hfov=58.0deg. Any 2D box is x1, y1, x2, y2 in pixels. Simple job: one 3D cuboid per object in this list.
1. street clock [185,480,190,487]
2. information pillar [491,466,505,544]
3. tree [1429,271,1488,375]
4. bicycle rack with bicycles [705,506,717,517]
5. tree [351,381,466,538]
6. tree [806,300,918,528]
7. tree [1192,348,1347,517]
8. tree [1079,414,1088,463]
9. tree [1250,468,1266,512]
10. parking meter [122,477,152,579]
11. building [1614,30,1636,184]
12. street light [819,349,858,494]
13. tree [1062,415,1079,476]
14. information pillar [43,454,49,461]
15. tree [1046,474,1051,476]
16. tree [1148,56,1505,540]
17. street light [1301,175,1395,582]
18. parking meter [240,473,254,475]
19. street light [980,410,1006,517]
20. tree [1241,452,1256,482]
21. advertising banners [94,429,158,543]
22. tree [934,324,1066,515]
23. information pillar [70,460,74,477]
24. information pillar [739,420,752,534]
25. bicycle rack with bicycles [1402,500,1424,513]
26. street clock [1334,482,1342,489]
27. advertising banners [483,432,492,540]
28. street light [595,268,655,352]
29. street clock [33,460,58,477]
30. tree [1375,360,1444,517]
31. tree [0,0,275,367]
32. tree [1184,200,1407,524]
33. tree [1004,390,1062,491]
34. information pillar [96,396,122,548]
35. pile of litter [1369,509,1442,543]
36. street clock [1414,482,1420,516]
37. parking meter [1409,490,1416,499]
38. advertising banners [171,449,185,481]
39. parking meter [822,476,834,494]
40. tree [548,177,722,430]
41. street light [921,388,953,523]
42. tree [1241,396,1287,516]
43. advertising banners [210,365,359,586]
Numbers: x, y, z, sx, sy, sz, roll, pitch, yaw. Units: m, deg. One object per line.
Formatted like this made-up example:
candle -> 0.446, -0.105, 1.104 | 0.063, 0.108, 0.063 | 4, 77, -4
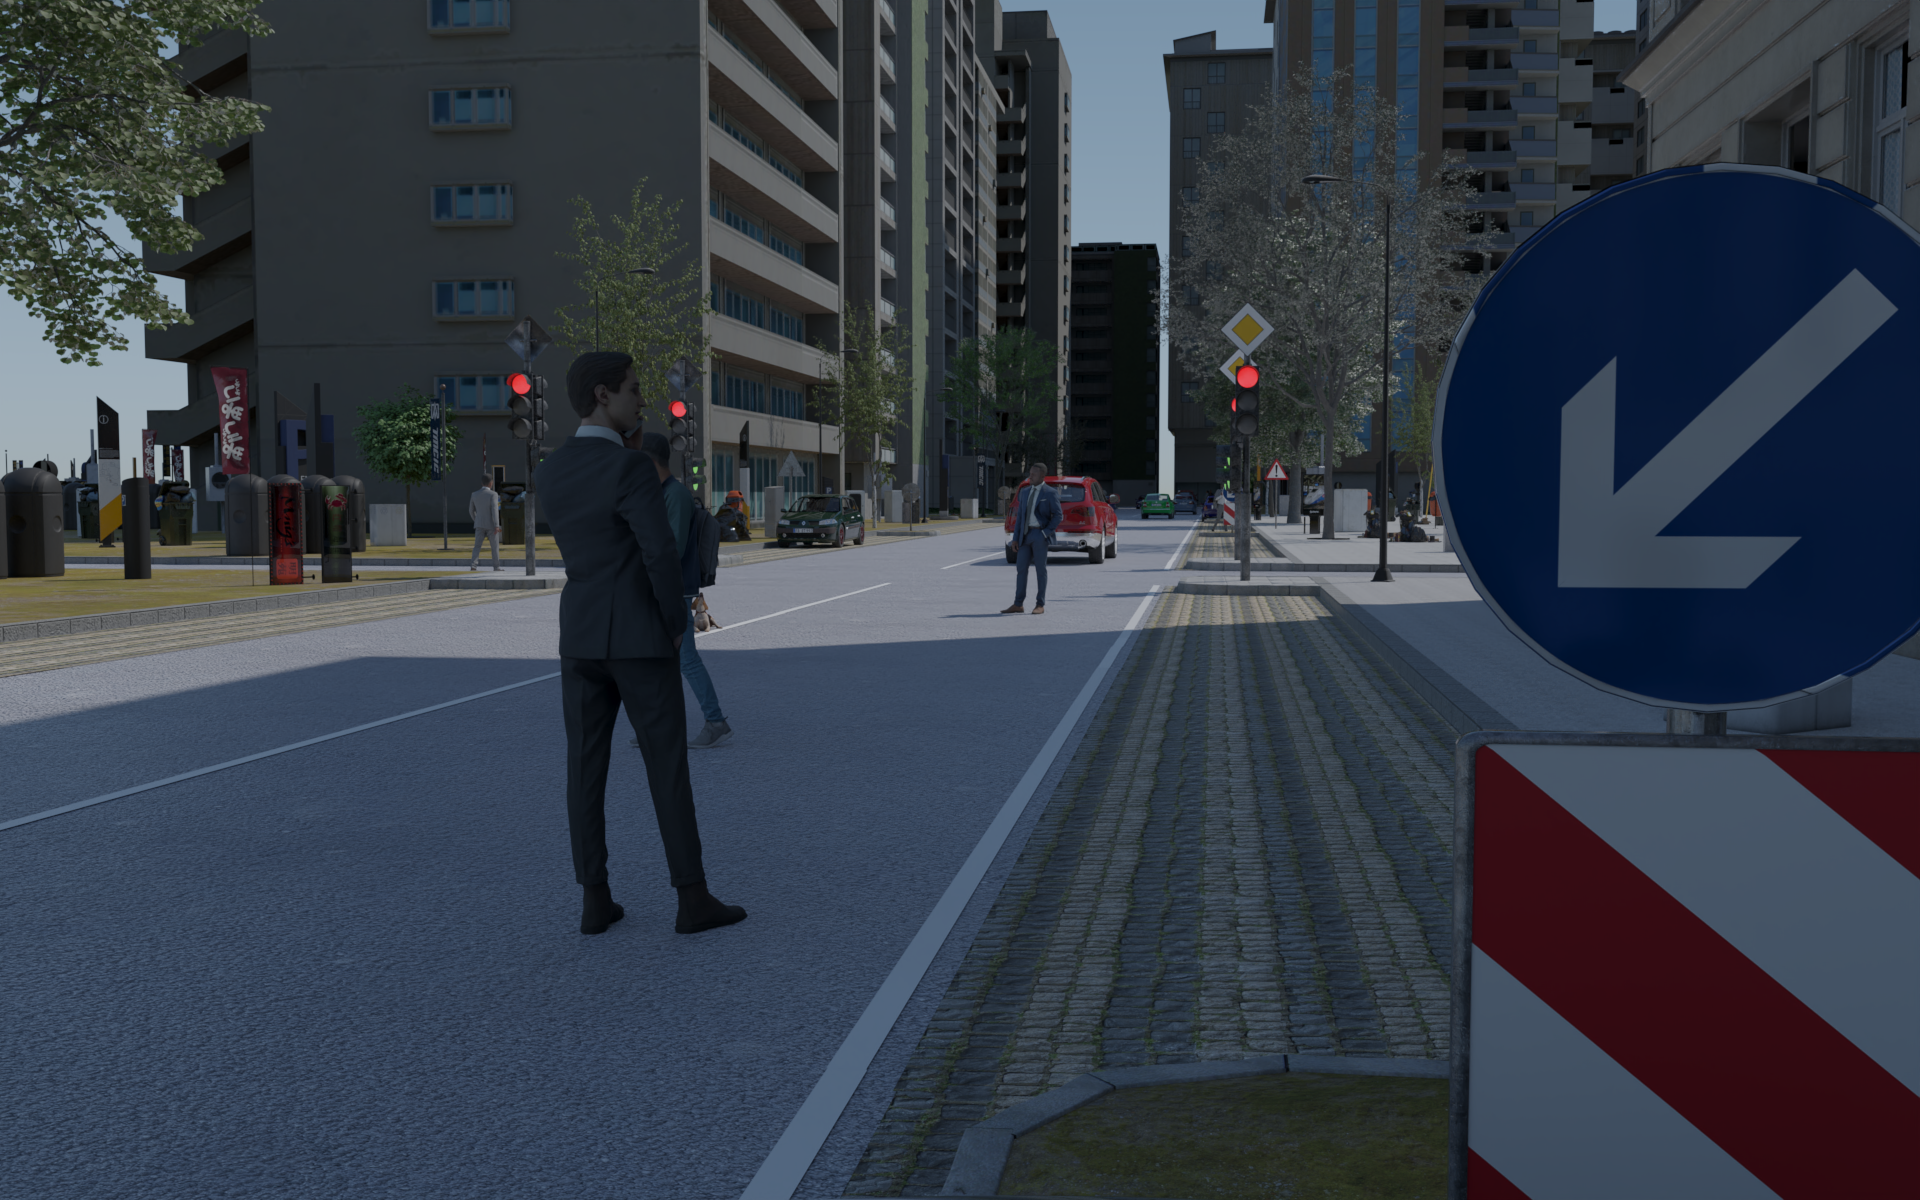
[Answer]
street clock -> -39.944, -5.177, 89.220 | 0.358, 2.002, 0.471 | 3, 5, 40
information pillar -> -11.926, -2.463, 44.769 | 0.304, 2.012, 0.304 | -1, 4, -22
tree -> 17.362, -6.503, 56.678 | 4.360, 8.622, 3.978 | 0, 3, 0
bicycle rack with bicycles -> -7.679, -2.368, 52.096 | 2.925, 0.926, 2.852 | 2, 4, 31
tree -> -16.096, -4.099, 50.741 | 4.285, 4.588, 4.351 | 0, 3, 0
tree -> -3.379, -6.997, 64.756 | 4.737, 8.622, 4.395 | 0, 3, 0
tree -> 17.178, -9.838, 95.260 | 8.767, 10.594, 7.601 | 0, 4, -1
tree -> 9.975, -12.766, 159.078 | 4.360, 8.622, 3.978 | 0, 3, 0
tree -> 20.757, -7.862, 123.143 | 1.663, 3.219, 1.824 | 0, 3, 0
parking meter -> -12.426, -1.084, 26.136 | 0.372, 1.533, 0.369 | 0, 3, 0
building -> 65.163, -37.361, 200.095 | 27.495, 52.752, 28.713 | 1, 4, 8
street light -> -3.961, -5.088, 55.726 | 1.470, 5.913, 1.316 | 1, 4, 8
tree -> 5.999, -10.767, 126.405 | 4.360, 8.622, 3.978 | 0, 3, 0
information pillar -> -53.112, -6.704, 100.965 | 0.183, 3.616, 0.504 | -2, 4, -25
tree -> 7.246, -9.151, 144.215 | 1.663, 3.219, 1.824 | 0, 3, 0
tree -> 10.370, -8.451, 48.550 | 12.009, 13.543, 11.850 | 0, 3, 0
street light -> 5.670, -3.228, 25.316 | 1.470, 5.913, 1.316 | 1, 4, 8
parking meter -> -18.681, -2.434, 45.513 | 0.255, 1.863, 0.399 | 1, 4, 12
street light -> 1.827, -7.559, 96.136 | 1.470, 5.913, 1.316 | 1, 4, 8
tree -> 29.128, -14.082, 180.604 | 4.360, 8.622, 3.978 | 0, 3, 0
advertising banners -> -22.016, -3.036, 45.819 | 0.090, 3.025, 2.074 | 1, 4, 22
tree -> 2.405, -10.939, 104.607 | 9.928, 11.665, 9.643 | 0, 3, 0
information pillar -> -61.078, -7.822, 119.236 | 0.183, 3.616, 0.504 | -1, 4, -8
information pillar -> -6.853, -3.903, 55.165 | 0.183, 3.616, 0.504 | -3, 4, -37
bicycle rack with bicycles -> 26.726, -5.279, 99.693 | 2.852, 0.926, 2.925 | 1, 4, 19
street clock -> 22.599, -6.055, 103.573 | 0.471, 2.002, 0.358 | -3, 4, -36
advertising banners -> -13.221, -3.201, 48.523 | 0.090, 3.025, 2.074 | -1, 4, -20
street light -> -6.961, -3.870, 35.810 | 1.470, 5.913, 1.316 | 1, 4, 8
street clock -> -19.659, -1.999, 37.259 | 0.471, 2.002, 0.358 | 1, 4, 11
tree -> 25.073, -8.813, 94.453 | 4.737, 8.622, 4.395 | 0, 3, 0
tree -> -10.180, -6.008, 16.356 | 7.486, 12.596, 7.792 | 0, 3, 0
tree -> 14.517, -10.315, 75.306 | 9.857, 13.997, 8.962 | 0, 3, 0
tree -> 4.861, -10.423, 120.784 | 4.360, 8.622, 3.978 | 0, 3, 0
information pillar -> -20.354, -3.062, 41.411 | 0.504, 3.616, 0.183 | -2, 4, -34
pile of litter -> 12.068, -1.983, 46.384 | 1.176, 0.858, 1.719 | -2, 4, -31
street clock -> 27.146, -5.997, 102.626 | 0.471, 2.002, 0.358 | -2, 4, -35
parking meter -> 27.836, -6.005, 106.592 | 0.372, 1.533, 0.369 | 0, 3, 0
advertising banners -> -29.776, -4.368, 67.598 | 2.074, 3.025, 0.090 | 0, 4, 7
parking meter -> -4.407, -3.176, 57.646 | 0.399, 1.863, 0.255 | -2, 4, -31
tree -> -7.872, -5.553, 41.149 | 4.737, 8.622, 4.395 | 0, 3, 0
street light -> -1.022, -6.324, 75.938 | 1.470, 5.913, 1.316 | 1, 4, 8
tree -> 18.083, -9.295, 102.331 | 4.737, 8.622, 4.395 | 0, 3, 0
advertising banners -> -9.483, -1.724, 24.377 | 0.090, 3.025, 2.074 | 3, 5, 43
